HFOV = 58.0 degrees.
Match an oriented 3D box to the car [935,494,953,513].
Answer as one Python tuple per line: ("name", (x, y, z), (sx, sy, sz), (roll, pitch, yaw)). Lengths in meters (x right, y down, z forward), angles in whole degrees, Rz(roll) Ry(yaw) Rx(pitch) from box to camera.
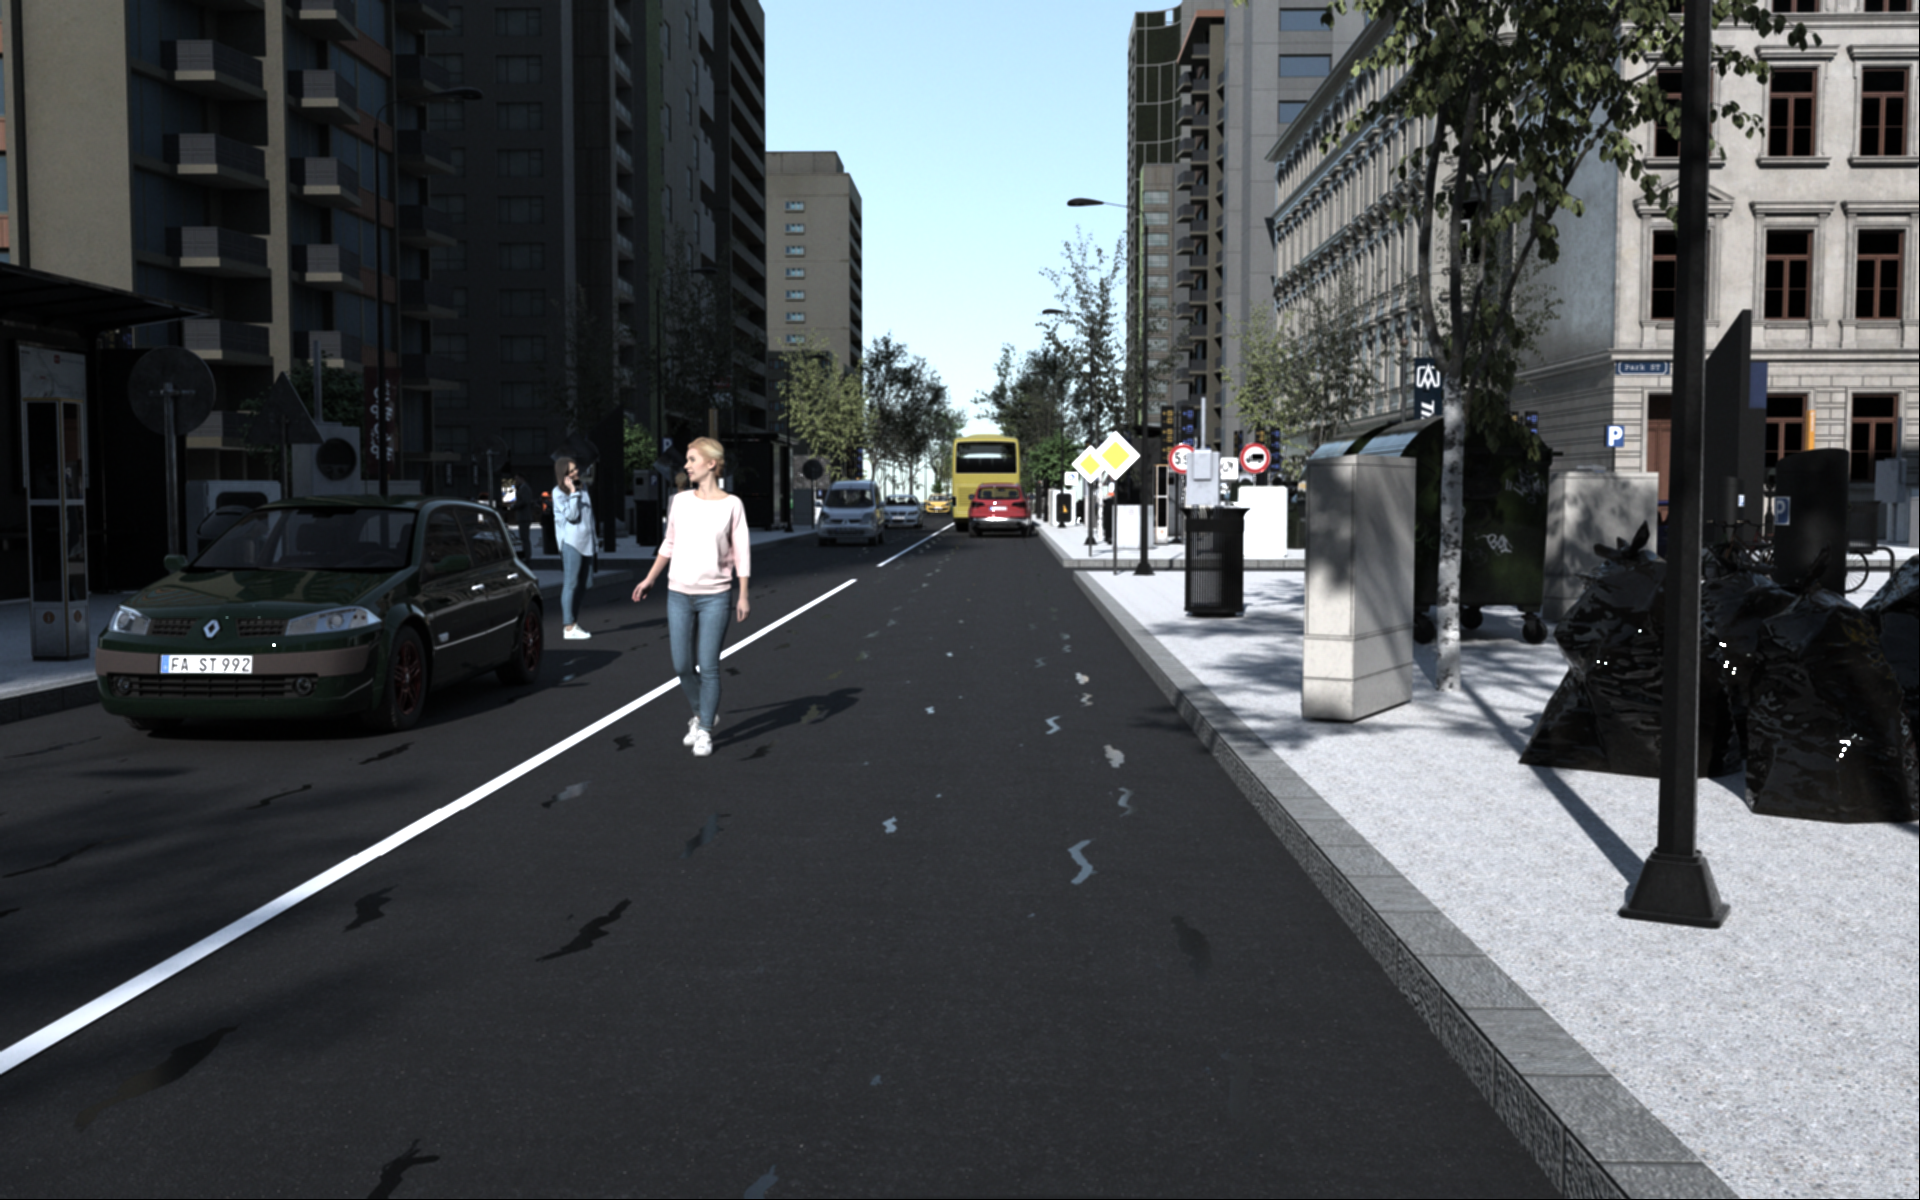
("car", (-0.962, -7.540, 135.079), (2.131, 1.459, 4.920), (0, 4, 2))

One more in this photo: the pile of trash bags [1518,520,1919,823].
("pile of trash bags", (4.004, 0.152, 7.274), (1.912, 1.369, 3.447), (-1, 4, -20))

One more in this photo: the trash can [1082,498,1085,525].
("trash can", (5.197, -3.491, 68.731), (0.748, 1.137, 0.748), (0, 3, 0))

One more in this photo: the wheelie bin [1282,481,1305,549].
("wheelie bin", (7.868, -2.003, 40.660), (0.980, 1.594, 0.693), (3, 5, 41))

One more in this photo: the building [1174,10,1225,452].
("building", (31.182, -30.726, 157.001), (22.147, 44.769, 28.867), (0, 4, 1))

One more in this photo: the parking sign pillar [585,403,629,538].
("parking sign pillar", (-10.499, -3.821, 50.942), (1.447, 3.967, 1.447), (3, 4, 36))

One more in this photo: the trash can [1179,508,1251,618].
("trash can", (2.653, -0.393, 18.071), (0.748, 1.137, 0.748), (0, 3, 0))

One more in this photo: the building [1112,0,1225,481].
("building", (33.432, -50.067, 256.853), (20.563, 71.187, 20.611), (0, 4, 1))

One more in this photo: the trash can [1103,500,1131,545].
("trash can", (3.986, -1.979, 44.016), (0.748, 1.137, 0.748), (0, 3, 0))

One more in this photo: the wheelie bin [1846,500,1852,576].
("wheelie bin", (12.774, -1.090, 25.722), (0.693, 1.594, 0.980), (0, 4, 6))

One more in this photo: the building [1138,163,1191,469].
("building", (29.275, -32.589, 216.432), (14.154, 41.232, 14.086), (0, 4, 1))

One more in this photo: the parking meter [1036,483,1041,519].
("parking meter", (4.111, -5.167, 90.191), (0.255, 1.863, 0.399), (0, 4, 3))

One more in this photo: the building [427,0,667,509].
("building", (-25.606, -25.547, 101.296), (14.154, 41.232, 14.086), (0, 4, 1))

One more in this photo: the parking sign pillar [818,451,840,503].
("parking sign pillar", (-8.241, -7.375, 109.055), (1.447, 3.967, 1.447), (-2, 4, -34))

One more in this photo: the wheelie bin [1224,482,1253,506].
("wheelie bin", (7.580, -2.365, 46.578), (0.980, 1.594, 0.693), (1, 4, 16))

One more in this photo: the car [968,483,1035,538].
("car", (1.391, -3.060, 58.708), (2.281, 1.827, 5.304), (0, 4, 3))

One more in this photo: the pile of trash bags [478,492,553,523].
("pile of trash bags", (-22.385, -4.690, 86.432), (3.447, 1.369, 1.912), (0, 4, 8))

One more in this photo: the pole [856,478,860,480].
("pole", (-6.355, -6.985, 108.042), (0.158, 3.312, 0.155), (0, 3, 0))

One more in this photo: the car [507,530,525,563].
("car", (-9.815, -1.264, 30.451), (4.222, 1.686, 2.009), (0, 4, 3))

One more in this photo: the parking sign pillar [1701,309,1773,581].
("parking sign pillar", (11.553, -2.297, 26.032), (1.447, 3.967, 1.447), (0, 4, -5))

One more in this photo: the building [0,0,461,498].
("building", (-32.498, -25.131, 65.523), (22.147, 44.769, 28.867), (0, 4, 1))

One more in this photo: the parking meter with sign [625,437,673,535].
("parking meter with sign", (-9.772, -3.525, 53.889), (1.738, 3.016, 0.543), (2, 4, 30))

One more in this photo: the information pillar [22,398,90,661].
("information pillar", (-6.968, -0.543, 13.368), (0.304, 2.012, 0.304), (0, 4, 4))

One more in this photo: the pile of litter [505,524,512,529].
("pile of litter", (-17.194, -2.993, 62.908), (1.719, 0.858, 1.176), (0, 4, -4))

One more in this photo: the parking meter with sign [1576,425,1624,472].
("parking meter with sign", (16.335, -2.969, 44.808), (0.543, 3.016, 1.738), (-1, 4, -19))

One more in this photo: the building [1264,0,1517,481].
("building", (27.157, -19.041, 87.735), (17.030, 29.872, 44.131), (0, 4, 1))

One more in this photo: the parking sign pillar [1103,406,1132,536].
("parking sign pillar", (5.044, -3.994, 53.767), (1.447, 3.967, 1.447), (1, 4, 9))

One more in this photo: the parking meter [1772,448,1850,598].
("parking meter", (4.787, -0.083, 9.770), (0.372, 1.533, 0.369), (0, 3, 0))

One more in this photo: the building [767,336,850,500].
("building", (-29.247, -23.159, 223.685), (27.650, 21.520, 28.899), (0, 4, 1))

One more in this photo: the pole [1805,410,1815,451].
("pole", (20.653, -2.954, 42.147), (0.158, 3.312, 0.155), (0, 3, 0))

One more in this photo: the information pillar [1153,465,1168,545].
("information pillar", (5.044, -2.388, 43.531), (0.304, 2.012, 0.304), (-1, 4, -9))

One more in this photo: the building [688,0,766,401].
("building", (-28.714, -32.122, 148.890), (21.300, 48.544, 21.600), (0, 4, 1))

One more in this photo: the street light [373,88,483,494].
("street light", (-6.147, -2.901, 19.972), (1.470, 5.913, 1.316), (0, 4, 1))

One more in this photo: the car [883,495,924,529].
("car", (-2.501, -3.756, 73.419), (2.014, 1.417, 4.499), (0, 4, 1))

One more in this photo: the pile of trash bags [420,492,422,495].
("pile of trash bags", (-16.812, -2.735, 54.462), (1.912, 1.369, 3.447), (-2, 4, -30))

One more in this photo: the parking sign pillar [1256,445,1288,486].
("parking sign pillar", (17.625, -6.787, 99.437), (1.447, 3.967, 1.447), (-2, 4, -30))

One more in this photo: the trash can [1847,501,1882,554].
("trash can", (19.265, -1.550, 37.001), (0.748, 1.137, 0.748), (0, 3, 0))

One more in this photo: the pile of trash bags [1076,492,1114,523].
("pile of trash bags", (6.285, -4.188, 78.225), (1.912, 1.369, 3.447), (2, 4, 29))

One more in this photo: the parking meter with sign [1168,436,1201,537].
("parking meter with sign", (6.334, -3.426, 52.279), (1.738, 3.016, 0.543), (0, 4, -6))

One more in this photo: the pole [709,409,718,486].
("pole", (-5.885, -2.910, 41.416), (0.158, 3.312, 0.155), (0, 3, 0))

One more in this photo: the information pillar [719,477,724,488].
("information pillar", (-12.683, -6.161, 92.079), (0.183, 3.616, 0.504), (-3, 4, -36))

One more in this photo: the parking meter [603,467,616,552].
("parking meter", (-7.741, -1.989, 38.236), (0.255, 1.863, 0.399), (-1, 4, -10))

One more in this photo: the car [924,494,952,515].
("car", (-1.520, -6.835, 121.975), (2.015, 1.641, 3.980), (0, 4, 0))

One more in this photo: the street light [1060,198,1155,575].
("street light", (2.379, -3.351, 27.322), (1.470, 5.913, 1.316), (0, 4, 1))

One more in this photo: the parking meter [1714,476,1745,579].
("parking meter", (11.095, -1.013, 24.978), (0.372, 1.533, 0.369), (0, 3, 0))

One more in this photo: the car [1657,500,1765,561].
("car", (12.482, -1.169, 31.690), (3.894, 1.354, 1.945), (0, 4, 2))

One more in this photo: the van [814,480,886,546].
("van", (-3.066, -2.578, 49.169), (2.013, 2.044, 4.112), (0, 4, 1))

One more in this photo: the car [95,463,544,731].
("car", (-4.126, -0.118, 11.723), (2.009, 1.686, 4.222), (0, 4, 3))

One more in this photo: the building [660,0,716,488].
("building", (-32.771, -32.729, 124.358), (28.713, 52.752, 27.495), (0, 4, 1))

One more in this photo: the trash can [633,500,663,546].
("trash can", (-7.665, -1.895, 42.635), (0.748, 1.137, 0.748), (0, 3, 0))

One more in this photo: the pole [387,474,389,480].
("pole", (-11.950, -2.579, 36.007), (0.158, 3.312, 0.155), (0, 3, 0))

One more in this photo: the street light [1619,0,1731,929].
("street light", (1.643, -1.993, 5.131), (1.470, 5.913, 1.316), (0, 4, 1))

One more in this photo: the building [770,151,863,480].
("building", (-25.475, -38.182, 247.972), (21.300, 48.544, 21.600), (0, 4, 1))

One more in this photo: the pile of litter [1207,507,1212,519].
("pile of litter", (8.144, -2.751, 58.948), (1.176, 0.858, 1.719), (0, 4, 5))

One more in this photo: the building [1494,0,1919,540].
("building", (28.329, -13.265, 53.033), (21.152, 22.565, 11.583), (0, 4, 1))

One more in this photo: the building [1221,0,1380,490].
("building", (30.145, -35.848, 128.113), (21.231, 58.520, 28.212), (0, 4, 1))

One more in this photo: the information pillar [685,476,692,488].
("information pillar", (-11.303, -4.063, 70.929), (0.304, 2.012, 0.304), (-2, 4, -28))

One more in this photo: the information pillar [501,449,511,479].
("information pillar", (-23.373, -5.988, 89.263), (0.504, 3.616, 0.183), (-1, 4, -21))
